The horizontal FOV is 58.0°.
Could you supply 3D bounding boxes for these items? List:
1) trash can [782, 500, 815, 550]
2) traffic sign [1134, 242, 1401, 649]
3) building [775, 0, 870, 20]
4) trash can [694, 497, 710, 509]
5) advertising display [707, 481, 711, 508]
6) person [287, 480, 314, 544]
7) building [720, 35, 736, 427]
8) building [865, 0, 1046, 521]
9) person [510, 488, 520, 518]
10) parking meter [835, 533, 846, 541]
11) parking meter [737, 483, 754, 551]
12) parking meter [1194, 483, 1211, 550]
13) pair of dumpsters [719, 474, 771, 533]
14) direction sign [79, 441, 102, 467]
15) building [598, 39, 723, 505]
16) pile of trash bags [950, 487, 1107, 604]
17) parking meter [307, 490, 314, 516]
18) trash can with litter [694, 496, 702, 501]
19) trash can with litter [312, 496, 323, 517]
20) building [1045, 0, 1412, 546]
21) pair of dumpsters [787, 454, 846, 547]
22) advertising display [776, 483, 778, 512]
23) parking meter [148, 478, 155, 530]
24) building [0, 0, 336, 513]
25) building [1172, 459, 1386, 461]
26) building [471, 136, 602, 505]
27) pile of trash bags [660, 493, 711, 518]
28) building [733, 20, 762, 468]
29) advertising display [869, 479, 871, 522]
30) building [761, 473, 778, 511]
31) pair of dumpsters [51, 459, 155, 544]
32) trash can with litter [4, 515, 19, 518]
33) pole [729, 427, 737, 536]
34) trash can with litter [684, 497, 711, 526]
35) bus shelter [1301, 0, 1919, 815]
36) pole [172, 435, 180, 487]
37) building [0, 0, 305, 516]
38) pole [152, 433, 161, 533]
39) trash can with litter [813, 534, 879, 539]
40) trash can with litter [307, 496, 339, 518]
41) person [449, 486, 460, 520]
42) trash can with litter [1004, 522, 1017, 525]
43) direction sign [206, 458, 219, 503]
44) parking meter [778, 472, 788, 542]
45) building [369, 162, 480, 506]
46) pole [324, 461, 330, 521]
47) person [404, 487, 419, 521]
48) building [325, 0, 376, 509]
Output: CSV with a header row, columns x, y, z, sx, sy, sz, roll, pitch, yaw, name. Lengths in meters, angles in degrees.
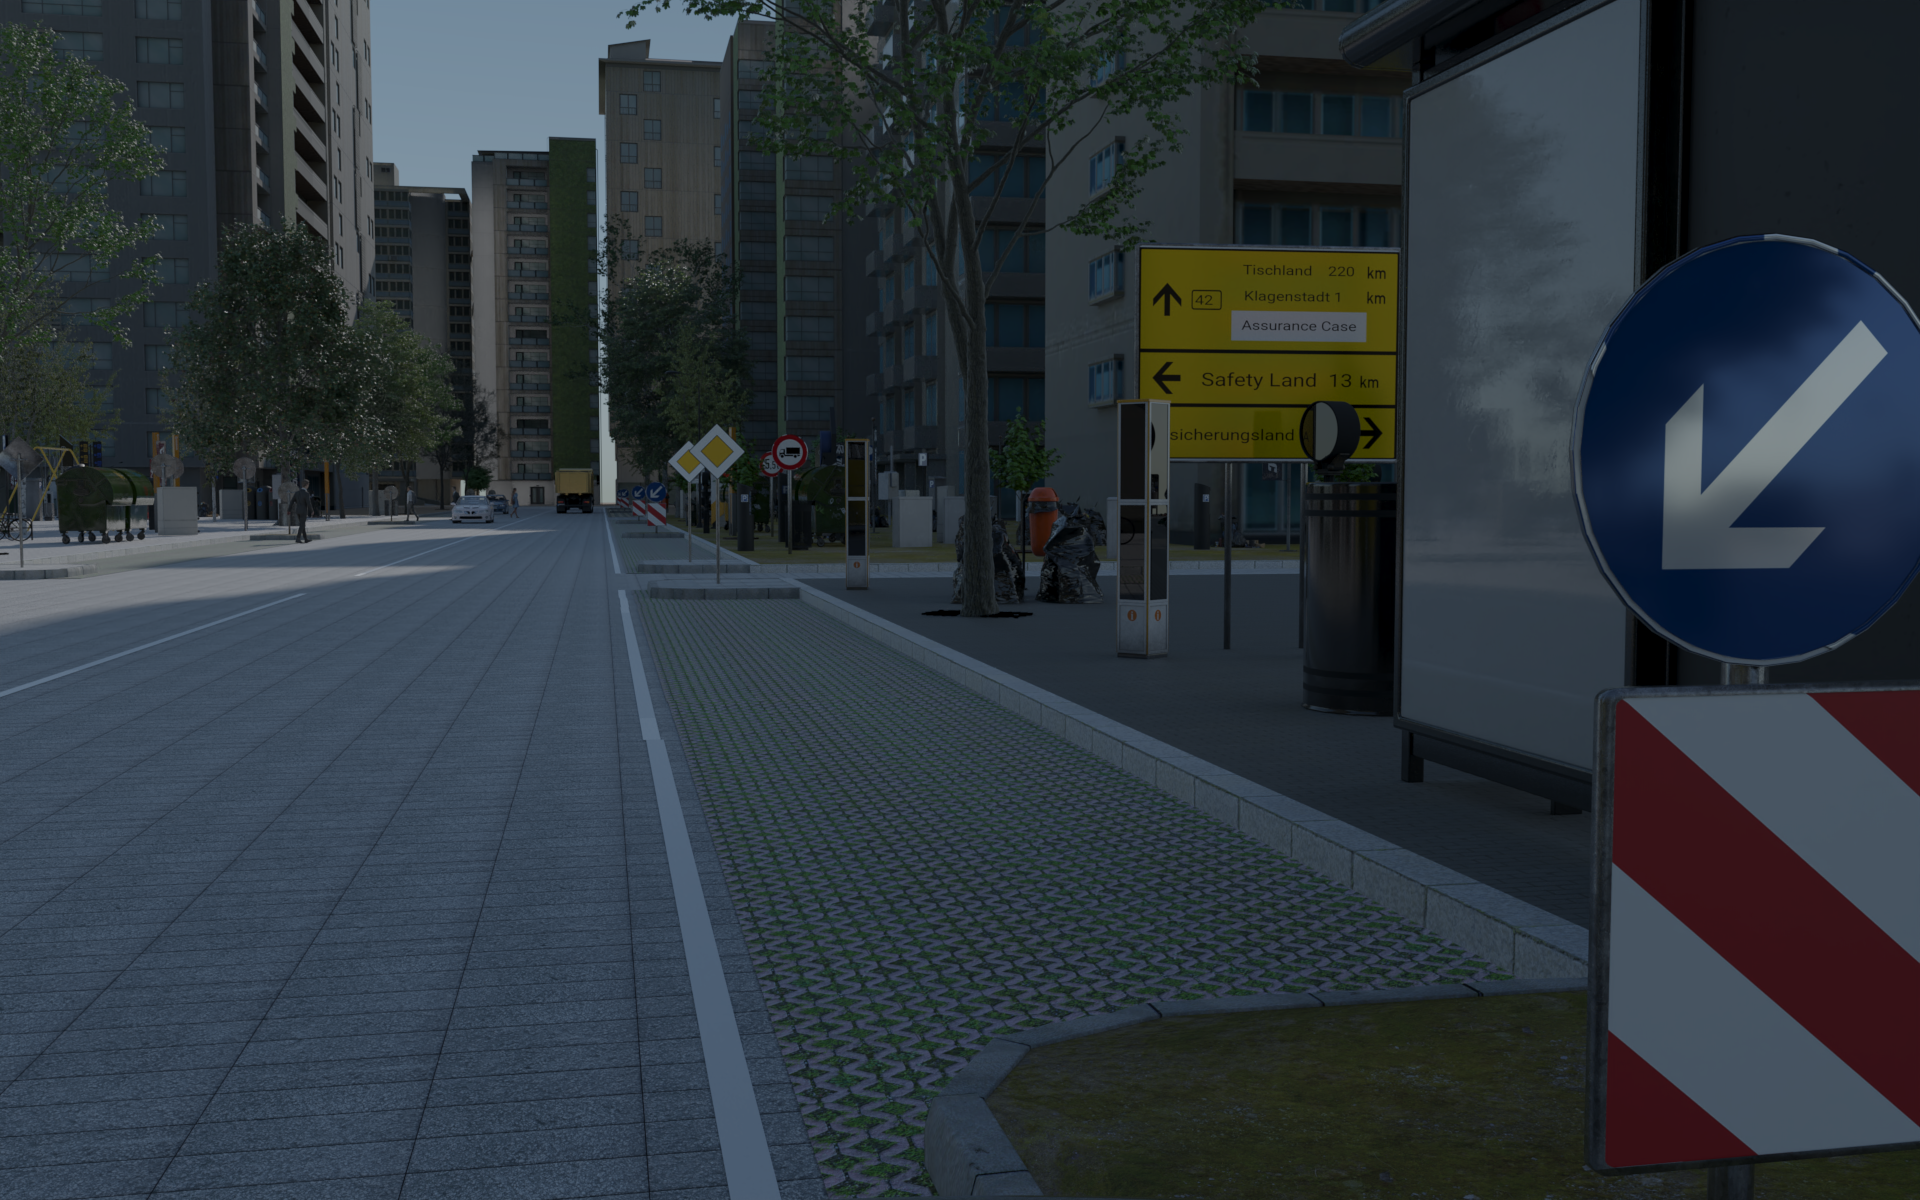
x,y,z,sx,sy,sz,roll,pitch,yaw,name
-3.694,-1.708,39.578,0.748,1.137,0.748,0,3,0,trash can
2.530,-1.247,14.262,2.265,3.308,0.079,0,4,-8,traffic sign
-5.570,-26.524,117.268,14.154,41.232,14.086,-1,4,-12,building
-11.538,-4.027,77.489,0.748,1.137,0.748,0,3,0,trash can
-12.176,-4.986,86.732,0.974,1.923,0.123,-1,4,-22,advertising display
-19.032,-2.567,50.250,0.659,1.850,0.755,2,4,27,person
-15.750,-31.701,168.425,14.600,45.320,14.200,-1,4,-12,building
6.957,-29.108,95.532,23.786,49.044,30.456,-1,4,-12,building
-26.697,-5.816,103.693,0.778,1.811,0.616,2,4,31,person
-3.256,-2.568,47.701,0.399,1.863,0.255,2,4,24,parking meter
-4.827,-1.870,38.984,0.372,1.533,0.369,0,3,0,parking meter
5.597,-1.934,40.028,0.372,1.533,0.369,0,3,0,parking meter
-7.329,-3.481,59.415,1.574,2.255,4.437,-1,4,-12,pair of dumpsters
-37.365,-5.047,74.518,0.876,3.537,0.379,-3,5,-41,direction sign
-29.786,-38.055,211.444,27.495,52.752,28.713,-1,4,-12,building
0.910,-0.734,21.747,1.912,1.369,3.447,0,4,7,pile of trash bags
-37.214,-5.556,99.244,0.372,1.533,0.369,0,3,0,parking meter
-12.400,-4.523,85.014,2.233,1.210,1.678,0,4,-5,trash can with litter
-35.772,-5.189,96.225,0.624,1.170,1.055,0,4,-6,trash can with litter
13.969,-26.305,53.787,21.600,48.544,21.300,-1,4,-12,building
-3.367,-2.526,43.801,1.574,2.255,4.437,-1,4,-12,pair of dumpsters
-10.198,-5.838,100.658,0.974,1.923,0.123,0,4,-1,advertising display
-28.820,-3.433,61.839,0.255,1.863,0.399,-1,4,-16,parking meter
-57.654,-30.543,123.085,21.300,48.544,21.600,-1,4,-12,building
26.966,-19.983,171.768,28.899,21.520,27.650,-1,4,-12,building
-48.889,-31.624,200.642,14.086,41.232,14.154,-1,4,-12,building
-15.435,-5.333,96.945,3.447,1.369,1.912,2,4,27,pile of trash bags
-13.166,-28.812,154.669,14.154,41.232,14.086,-1,4,-12,building
-3.862,-4.169,73.370,0.123,1.923,0.974,0,4,1,advertising display
0.340,-27.291,138.083,32.217,40.220,23.993,-1,4,-12,building
-22.848,-2.675,46.231,1.574,2.255,4.437,-1,4,-12,pair of dumpsters
-51.019,-5.105,94.525,2.233,1.210,1.678,-2,4,-34,trash can with litter
-6.947,-3.616,52.958,0.158,3.312,0.155,0,3,0,pole
-10.438,-3.519,68.919,1.055,1.170,0.624,1,4,12,trash can with litter
3.046,-1.756,6.335,2.179,5.291,8.768,-1,4,-12,bus shelter
-27.098,-4.041,59.913,0.158,3.312,0.155,0,3,0,pole
-49.409,-25.886,106.825,14.154,41.232,14.086,-1,4,-12,building
-26.627,-3.889,57.432,0.158,3.312,0.155,0,3,0,pole
-3.498,-2.379,49.957,2.233,1.210,1.678,0,4,3,trash can with litter
-34.728,-5.036,93.403,2.233,1.210,1.678,-1,4,-10,trash can with litter
-26.997,-5.155,92.566,0.755,1.850,0.659,-2,4,-32,person
1.238,-3.705,71.634,2.233,1.210,1.678,1,4,9,trash can with litter
-42.910,-6.571,99.440,0.876,3.537,0.379,1,4,18,direction sign
-4.649,-2.480,46.256,0.399,1.863,0.255,-1,4,-16,parking meter
-69.465,-31.400,205.270,23.993,40.220,32.217,-1,4,-12,building
-30.062,-5.407,82.253,0.158,3.312,0.155,0,3,0,pole
-28.910,-5.058,91.297,0.850,1.850,0.679,1,4,16,person
-66.268,-34.351,150.873,27.495,52.752,28.713,-1,4,-12,building
